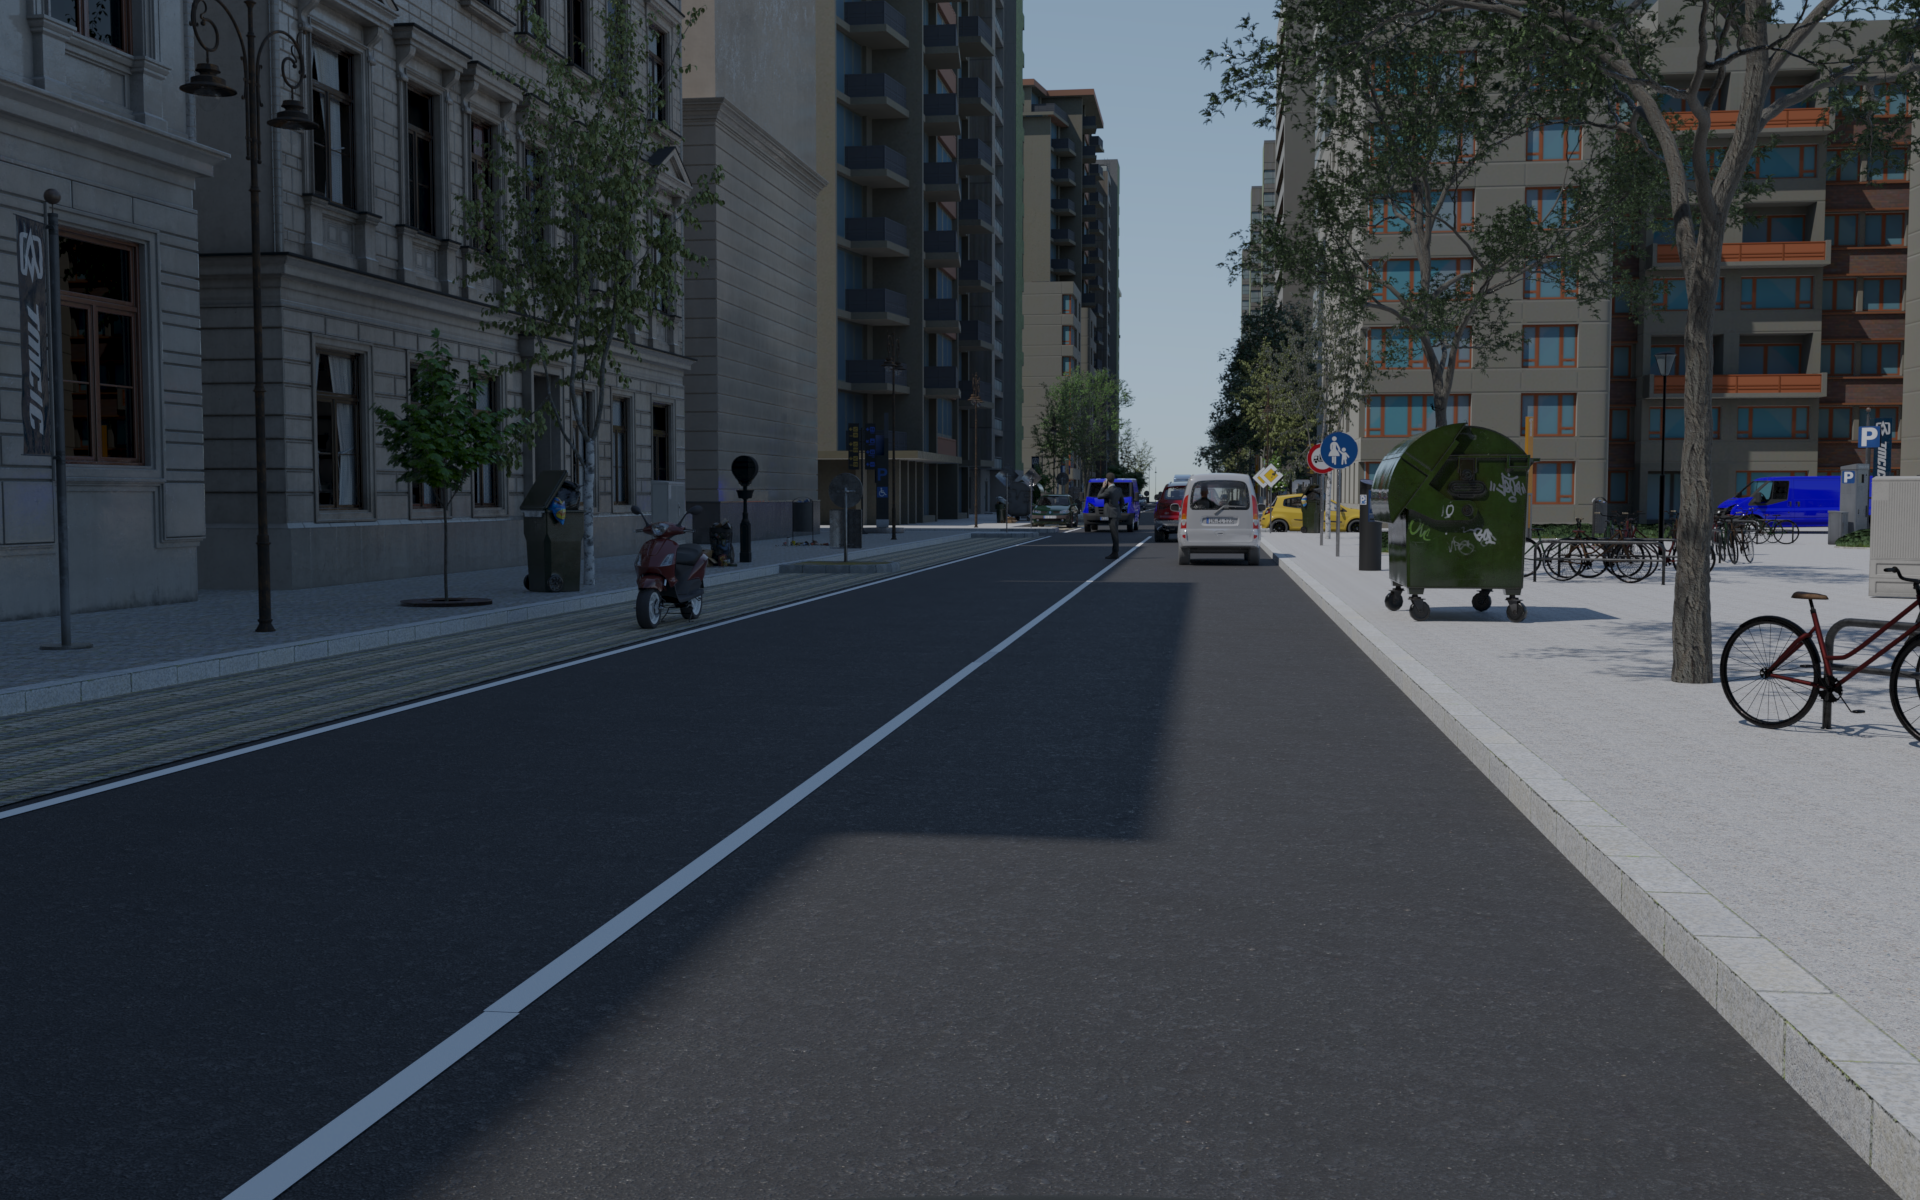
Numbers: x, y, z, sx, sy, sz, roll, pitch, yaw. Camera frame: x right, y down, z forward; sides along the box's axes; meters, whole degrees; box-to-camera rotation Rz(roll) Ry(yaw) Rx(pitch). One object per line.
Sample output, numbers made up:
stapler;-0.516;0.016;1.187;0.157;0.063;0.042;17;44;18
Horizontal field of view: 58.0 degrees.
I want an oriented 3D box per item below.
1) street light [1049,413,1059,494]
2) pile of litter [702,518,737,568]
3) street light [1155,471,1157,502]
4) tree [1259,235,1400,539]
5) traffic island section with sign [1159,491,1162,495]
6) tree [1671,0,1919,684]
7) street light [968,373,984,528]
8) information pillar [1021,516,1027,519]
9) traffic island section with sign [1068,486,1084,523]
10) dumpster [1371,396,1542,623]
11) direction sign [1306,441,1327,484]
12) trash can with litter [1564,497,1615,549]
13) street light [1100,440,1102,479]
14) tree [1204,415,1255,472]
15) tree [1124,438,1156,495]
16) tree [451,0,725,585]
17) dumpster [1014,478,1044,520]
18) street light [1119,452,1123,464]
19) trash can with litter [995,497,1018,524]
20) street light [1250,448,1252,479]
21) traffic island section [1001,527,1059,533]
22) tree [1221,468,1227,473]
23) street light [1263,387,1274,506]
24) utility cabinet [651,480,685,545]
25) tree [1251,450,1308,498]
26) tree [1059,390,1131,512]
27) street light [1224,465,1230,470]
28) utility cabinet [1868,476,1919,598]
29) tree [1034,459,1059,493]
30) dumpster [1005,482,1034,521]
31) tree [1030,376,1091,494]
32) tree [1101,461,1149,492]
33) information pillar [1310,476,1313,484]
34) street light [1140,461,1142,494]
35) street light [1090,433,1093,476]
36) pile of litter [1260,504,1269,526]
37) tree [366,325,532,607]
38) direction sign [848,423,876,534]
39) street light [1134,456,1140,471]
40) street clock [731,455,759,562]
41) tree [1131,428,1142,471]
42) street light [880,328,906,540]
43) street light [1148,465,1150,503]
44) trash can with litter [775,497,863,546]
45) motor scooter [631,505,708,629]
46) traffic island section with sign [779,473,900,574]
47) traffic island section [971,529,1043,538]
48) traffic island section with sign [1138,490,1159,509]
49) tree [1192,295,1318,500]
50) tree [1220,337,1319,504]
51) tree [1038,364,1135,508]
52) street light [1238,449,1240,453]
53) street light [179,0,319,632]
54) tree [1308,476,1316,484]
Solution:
street light;5.296;-7.639;97.681;0.468;5.910;1.993;1;4;8
pile of litter;-4.506;-1.035;30.884;1.176;0.858;1.719;0;4;5
street light;32.567;-19.290;288.184;0.468;5.910;1.993;1;4;8
tree;10.520;-6.056;49.375;4.360;8.622;3.978;0;3;0
traffic island section with sign;28.586;-14.529;246.178;1.989;1.847;2.006;1;4;8
tree;4.686;-4.707;11.365;7.601;10.594;8.767;-2;4;-29
street light;0.616;-5.701;66.004;0.468;5.910;1.993;1;4;8
information pillar;3.363;-5.288;90.954;0.304;2.012;0.304;1;4;14
traffic island section with sign;5.834;-4.830;87.590;1.989;1.847;2.006;1;4;8
dumpster;5.142;-0.953;18.079;1.502;2.255;1.985;1;4;8
direction sign;15.205;-5.009;73.894;0.876;3.537;0.379;0;4;2
trash can with litter;14.917;-1.847;41.251;2.233;1.210;1.678;-3;4;-38
street light;11.572;-10.374;142.405;0.468;5.910;1.993;1;4;8
tree;34.945;-18.089;221.516;9.928;11.665;9.643;0;3;0
tree;23.743;-16.990;228.155;4.737;8.622;4.395;0;3;0
tree;-5.304;-4.534;24.494;4.737;8.622;4.395;0;3;0
dumpster;3.266;-4.994;84.142;1.502;2.255;1.985;1;4;8
street light;16.243;-12.312;174.083;0.468;5.910;1.993;1;4;8
trash can with litter;2.053;-3.938;75.779;1.055;1.170;0.624;3;4;37
street light;17.745;-8.133;105.756;0.468;5.910;1.993;1;4;8
traffic island section;2.672;-2.649;65.597;2.009;0.180;2.903;1;4;8
tree;40.219;-18.856;258.650;4.360;8.622;3.978;0;3;0
street light;13.151;-6.194;74.067;0.468;5.910;1.993;1;4;8
utility cabinet;-4.804;-1.220;28.620;0.318;1.500;1.173;0;4;4
tree;13.932;-4.995;76.273;1.663;3.219;1.824;0;3;0
tree;8.776;-10.402;120.437;4.360;8.622;3.978;0;3;0
street light;35.903;-15.911;232.926;0.468;5.910;1.993;1;4;8
utility cabinet;11.782;-0.761;21.129;1.173;1.500;0.318;2;4;35
tree;4.271;-6.051;93.540;1.663;3.219;1.824;0;3;0
dumpster;2.808;-4.663;81.994;1.264;1.857;1.865;1;4;8
tree;6.147;-9.682;108.666;4.737;8.622;4.395;0;3;0
tree;15.219;-11.232;167.362;4.285;4.588;4.351;0;3;0
information pillar;17.440;-5.785;85.937;0.183;3.616;0.504;1;4;17
street light;23.411;-15.382;224.287;0.468;5.910;1.993;1;4;8
street light;9.835;-9.577;129.378;0.468;5.910;1.993;1;4;8
pile of litter;12.494;-3.433;70.098;1.176;0.858;1.719;1;4;14
tree;-6.089;-1.557;20.059;1.663;3.219;1.824;0;3;0
direction sign;-3.133;-3.878;55.407;0.876;3.537;0.379;0;4;-8
street light;20.806;-14.250;205.777;0.468;5.910;1.993;1;4;8
street clock;-4.031;-1.708;32.502;0.471;2.002;0.358;0;4;8
tree;16.776;-13.918;177.927;4.360;8.622;3.978;0;3;0
street light;-1.857;-4.631;48.504;0.468;5.910;1.993;1;4;8
street light;28.027;-17.352;256.487;0.468;5.910;1.993;1;4;8
trash can with litter;-3.527;-1.969;43.249;2.233;1.210;1.678;-1;4;-9
motor scooter;-3.173;-0.385;19.064;0.815;1.314;1.986;1;4;9
traffic island section with sign;-2.161;-1.428;31.983;1.989;1.847;2.006;1;4;8
traffic island section;1.538;-2.166;57.693;2.009;0.180;2.903;1;4;8
traffic island section with sign;20.623;-11.134;190.675;1.989;1.847;2.006;1;4;8
tree;18.079;-11.114;98.726;9.611;12.733;9.660;0;3;0
tree;14.826;-8.050;81.975;4.737;8.622;4.395;0;3;0
tree;10.022;-12.949;137.472;9.928;11.665;9.643;0;3;0
street light;23.841;-10.779;149.030;0.468;5.910;1.993;1;4;8
street light;-6.482;-2.642;15.983;0.468;5.910;1.993;1;4;8
tree;20.936;-6.783;105.504;1.663;3.219;1.824;0;3;0
